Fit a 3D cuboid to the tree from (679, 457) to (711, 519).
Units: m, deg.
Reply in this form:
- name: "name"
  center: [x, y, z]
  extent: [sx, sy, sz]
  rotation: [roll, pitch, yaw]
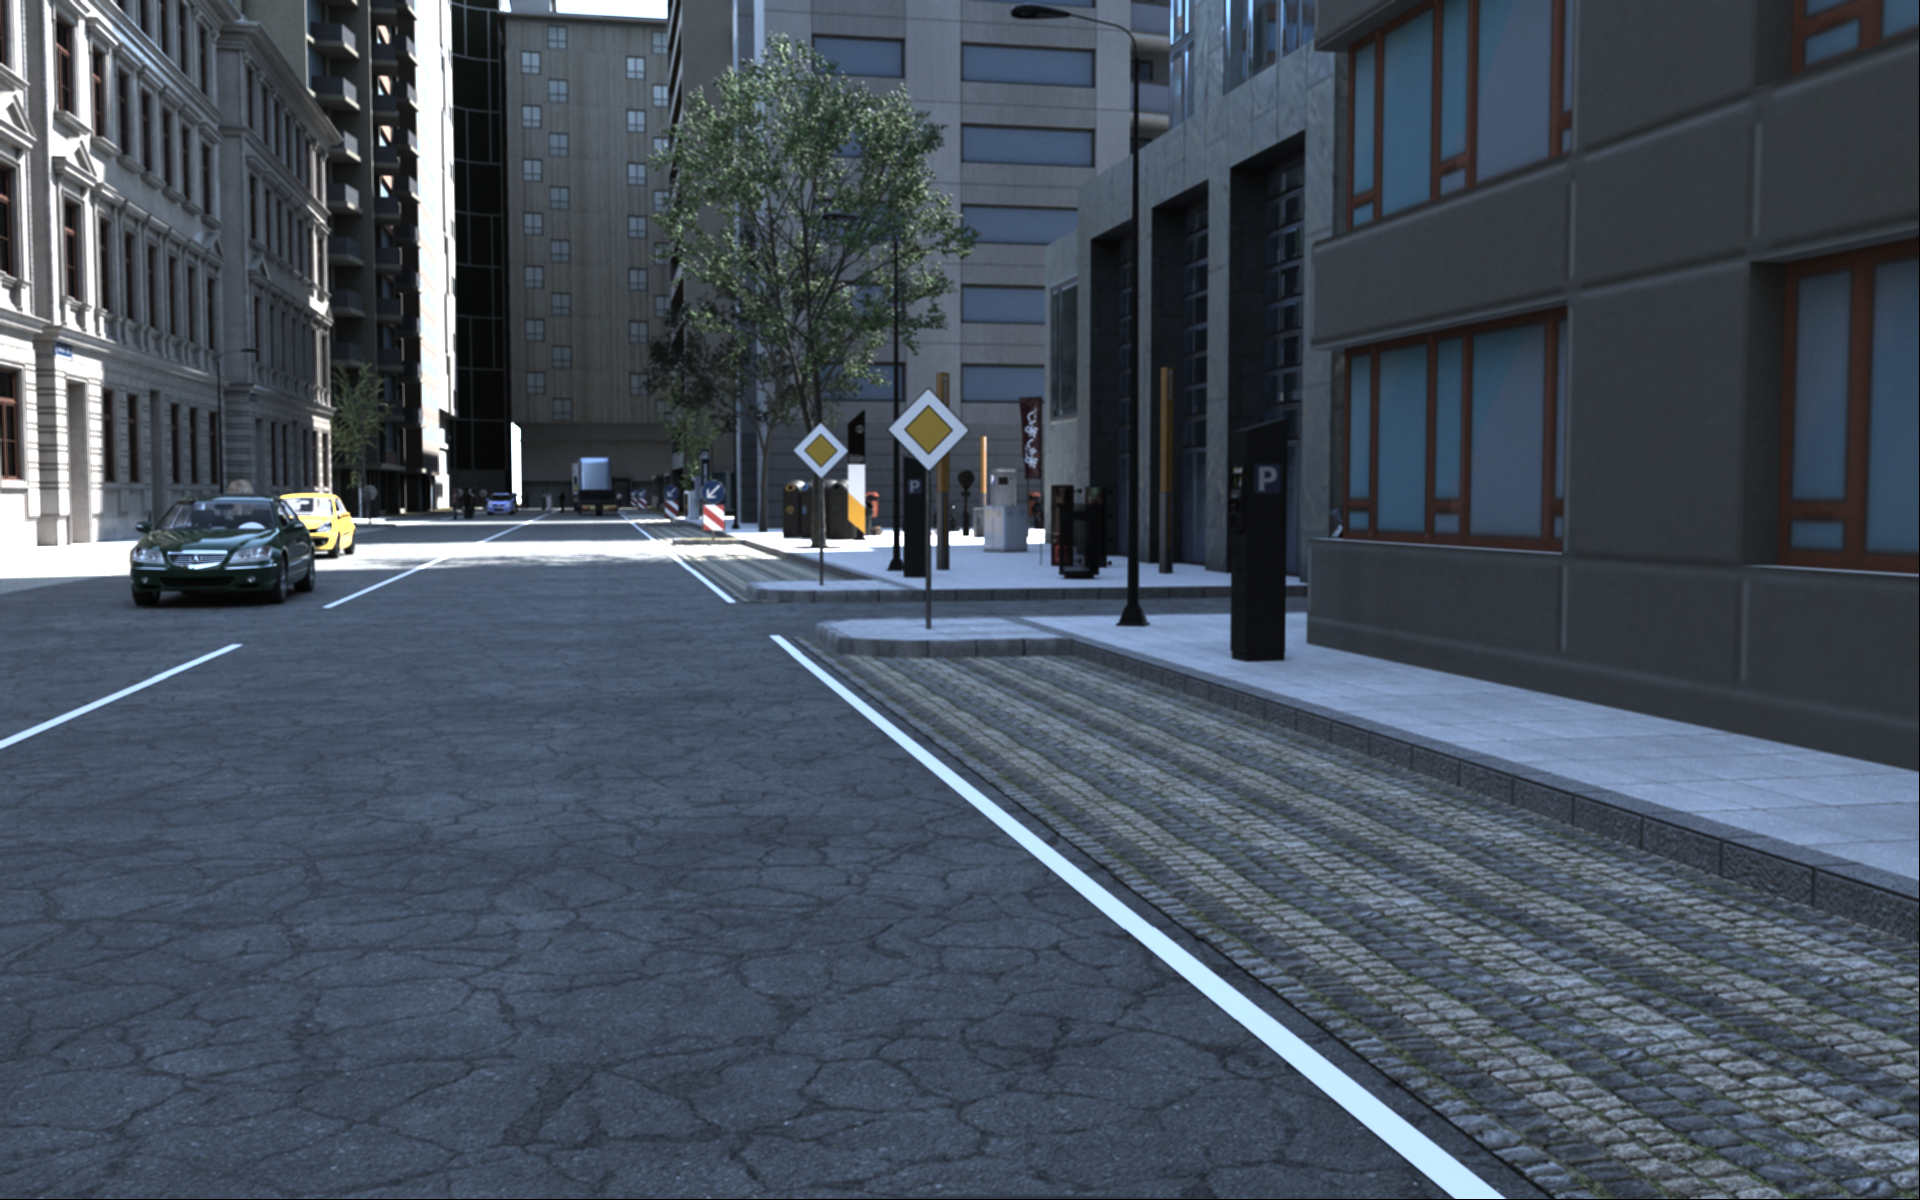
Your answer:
- name: "tree"
  center: [-13.861, -5.863, 90.464]
  extent: [1.663, 3.219, 1.824]
  rotation: [0, 3, 0]

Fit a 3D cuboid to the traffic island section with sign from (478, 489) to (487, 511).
- name: "traffic island section with sign"
  center: [-40.660, -8.522, 147.956]
  extent: [1.989, 1.847, 2.006]
  rotation: [-1, 4, -12]

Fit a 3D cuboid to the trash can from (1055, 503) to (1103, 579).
- name: "trash can"
  center: [1.813, -0.898, 26.343]
  extent: [0.748, 1.137, 0.748]
  rotation: [0, 3, 0]

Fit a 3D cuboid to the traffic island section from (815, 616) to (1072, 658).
- name: "traffic island section"
  center: [-0.282, 0.353, 16.512]
  extent: [2.009, 0.180, 2.903]
  rotation: [-1, 4, -12]

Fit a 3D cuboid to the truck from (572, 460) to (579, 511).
- name: "truck"
  center: [-31.676, -9.706, 147.602]
  extent: [2.839, 4.237, 11.283]
  rotation: [-1, 4, -12]

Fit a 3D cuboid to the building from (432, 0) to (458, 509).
- name: "building"
  center: [-58.760, -34.401, 151.693]
  extent: [27.495, 52.752, 28.713]
  rotation: [-1, 4, -12]

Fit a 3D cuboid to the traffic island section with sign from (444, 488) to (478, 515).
- name: "traffic island section with sign"
  center: [-35.074, -6.895, 121.365]
  extent: [1.989, 1.847, 2.006]
  rotation: [-1, 4, -12]

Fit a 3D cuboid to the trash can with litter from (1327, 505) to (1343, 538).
- name: "trash can with litter"
  center: [4.173, -0.366, 17.371]
  extent: [0.624, 1.170, 1.055]
  rotation: [-2, 4, -27]

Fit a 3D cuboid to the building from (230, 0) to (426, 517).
- name: "building"
  center: [-45.401, -27.633, 106.422]
  extent: [22.147, 44.769, 28.867]
  rotation: [-1, 4, -12]

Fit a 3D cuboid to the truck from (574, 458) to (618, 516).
- name: "truck"
  center: [-25.645, -8.098, 122.153]
  extent: [2.967, 4.110, 18.799]
  rotation: [-1, 4, -13]

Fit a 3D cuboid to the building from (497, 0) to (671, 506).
- name: "building"
  center: [-36.144, -36.904, 192.618]
  extent: [27.495, 52.752, 28.713]
  rotation: [-1, 4, -12]

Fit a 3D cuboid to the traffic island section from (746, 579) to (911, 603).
- name: "traffic island section"
  center: [-1.925, -0.125, 24.327]
  extent: [2.009, 0.180, 2.903]
  rotation: [-1, 4, -12]

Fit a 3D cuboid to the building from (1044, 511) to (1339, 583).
- name: "building"
  center: [18.026, -44.220, 35.664]
  extent: [31.000, 86.520, 22.319]
  rotation: [-1, 4, -12]

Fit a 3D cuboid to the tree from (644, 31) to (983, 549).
- name: "tree"
  center: [-3.504, -7.018, 40.499]
  extent: [9.928, 11.665, 9.643]
  rotation: [0, 3, 0]

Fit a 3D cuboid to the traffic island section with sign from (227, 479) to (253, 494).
- name: "traffic island section with sign"
  center: [-19.306, -2.309, 46.382]
  extent: [1.989, 1.847, 2.006]
  rotation: [-1, 4, -12]

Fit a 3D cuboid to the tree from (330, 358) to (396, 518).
- name: "tree"
  center: [-32.357, -8.696, 92.535]
  extent: [4.737, 8.622, 4.395]
  rotation: [0, 3, 0]

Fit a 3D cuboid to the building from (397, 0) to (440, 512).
- name: "building"
  center: [-46.762, -29.266, 128.614]
  extent: [14.600, 45.320, 14.200]
  rotation: [-1, 4, -12]

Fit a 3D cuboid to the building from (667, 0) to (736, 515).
- name: "building"
  center: [-8.447, -30.161, 116.830]
  extent: [21.300, 48.544, 21.600]
  rotation: [-1, 4, -12]

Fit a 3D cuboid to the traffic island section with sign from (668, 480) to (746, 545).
- name: "traffic island section with sign"
  center: [-7.175, -2.486, 49.278]
  extent: [1.989, 1.847, 2.006]
  rotation: [-1, 4, -12]

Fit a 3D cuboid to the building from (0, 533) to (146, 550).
- name: "building"
  center: [-28.839, -13.082, 50.050]
  extent: [11.583, 22.565, 21.152]
  rotation: [-1, 4, -12]

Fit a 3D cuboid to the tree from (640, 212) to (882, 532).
- name: "tree"
  center: [-6.689, -7.551, 57.873]
  extent: [8.767, 10.594, 7.601]
  rotation: [0, 4, 1]

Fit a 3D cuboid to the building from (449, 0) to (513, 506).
- name: "building"
  center: [-58.863, -45.564, 183.222]
  extent: [20.611, 71.187, 20.563]
  rotation: [-1, 4, -12]

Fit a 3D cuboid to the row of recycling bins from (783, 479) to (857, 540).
- name: "row of recycling bins"
  center: [-3.990, -2.618, 49.920]
  extent: [1.069, 1.692, 3.534]
  rotation: [-2, 4, -35]

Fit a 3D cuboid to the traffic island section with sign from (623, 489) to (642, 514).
- name: "traffic island section with sign"
  center: [-22.927, -7.071, 124.233]
  extent: [1.989, 1.847, 2.006]
  rotation: [-1, 4, -12]

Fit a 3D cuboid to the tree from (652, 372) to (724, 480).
- name: "tree"
  center: [-16.044, -9.321, 102.755]
  extent: [4.737, 8.622, 4.395]
  rotation: [0, 3, 0]

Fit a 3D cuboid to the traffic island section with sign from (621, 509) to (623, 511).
- name: "traffic island section with sign"
  center: [-28.478, -8.684, 150.613]
  extent: [1.989, 1.847, 2.006]
  rotation: [-1, 4, -12]

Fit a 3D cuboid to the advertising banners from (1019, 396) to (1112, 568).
- name: "advertising banners"
  center: [1.845, -2.115, 30.767]
  extent: [2.074, 3.025, 0.090]
  rotation: [3, 5, 42]

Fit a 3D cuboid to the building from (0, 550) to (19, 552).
- name: "building"
  center: [-24.491, -11.818, 29.389]
  extent: [11.583, 22.565, 21.152]
  rotation: [-1, 4, -12]

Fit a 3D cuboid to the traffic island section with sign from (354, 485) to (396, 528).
- name: "traffic island section with sign"
  center: [-24.969, -3.955, 73.299]
  extent: [1.989, 1.847, 2.006]
  rotation: [-1, 4, -12]

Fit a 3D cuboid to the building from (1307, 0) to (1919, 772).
- name: "building"
  center: [19.477, -9.657, 2.939]
  extent: [27.650, 21.520, 28.899]
  rotation: [-1, 4, -12]

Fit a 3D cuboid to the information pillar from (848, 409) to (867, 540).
- name: "information pillar"
  center: [-2.846, -3.456, 47.858]
  extent: [0.504, 3.616, 0.183]
  rotation: [-1, 4, -15]

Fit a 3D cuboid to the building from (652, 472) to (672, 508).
- name: "building"
  center: [-12.804, -28.870, 163.913]
  extent: [32.217, 40.220, 23.993]
  rotation: [-1, 4, -12]

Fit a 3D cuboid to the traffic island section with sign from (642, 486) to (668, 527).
- name: "traffic island section with sign"
  center: [-12.857, -4.141, 76.327]
  extent: [1.989, 1.847, 2.006]
  rotation: [-1, 4, -12]

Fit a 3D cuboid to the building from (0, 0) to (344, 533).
- name: "building"
  center: [-32.846, -14.385, 71.356]
  extent: [11.583, 22.565, 21.152]
  rotation: [-1, 4, -12]

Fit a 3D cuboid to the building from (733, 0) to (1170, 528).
- name: "building"
  center: [0.220, -32.820, 78.600]
  extent: [21.231, 58.520, 28.212]
  rotation: [-1, 4, -12]
